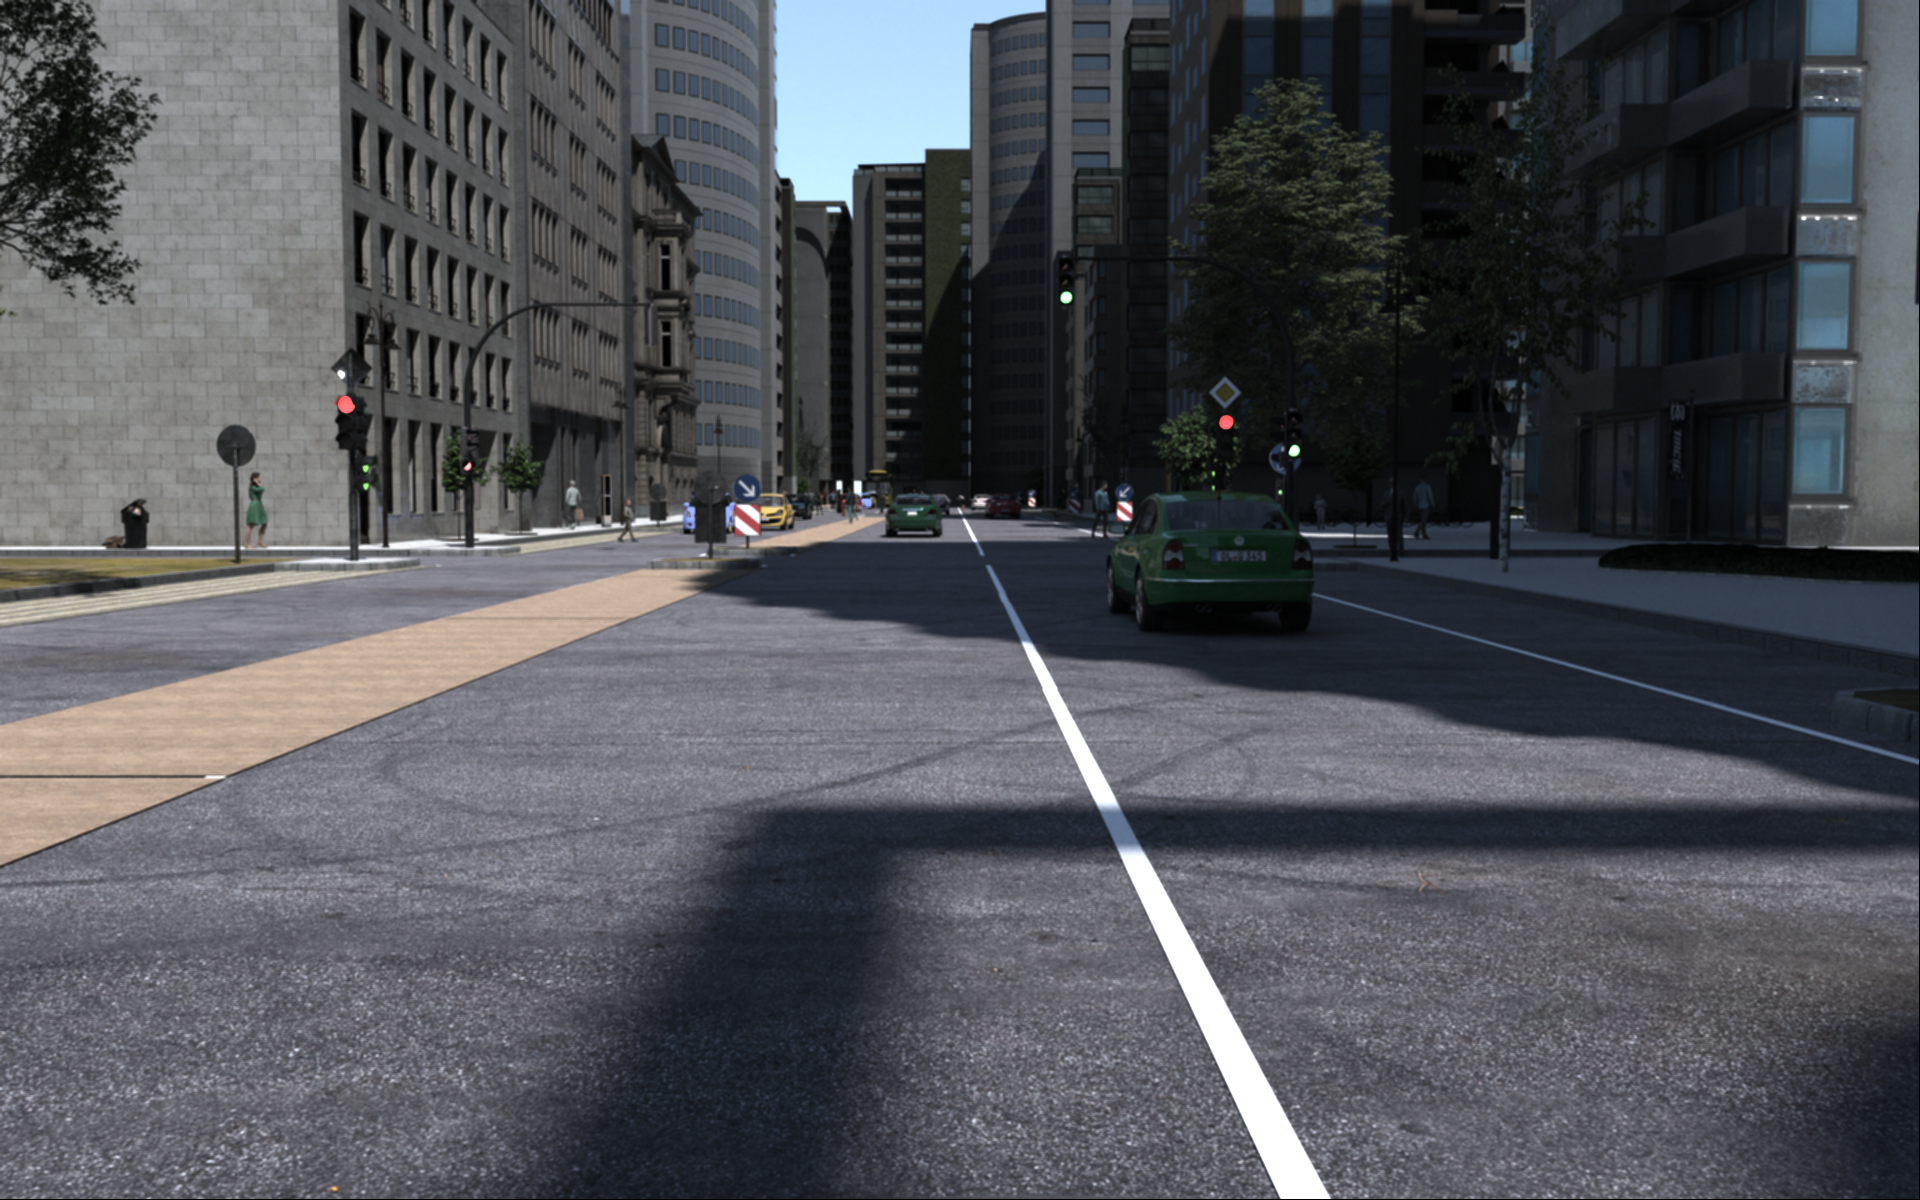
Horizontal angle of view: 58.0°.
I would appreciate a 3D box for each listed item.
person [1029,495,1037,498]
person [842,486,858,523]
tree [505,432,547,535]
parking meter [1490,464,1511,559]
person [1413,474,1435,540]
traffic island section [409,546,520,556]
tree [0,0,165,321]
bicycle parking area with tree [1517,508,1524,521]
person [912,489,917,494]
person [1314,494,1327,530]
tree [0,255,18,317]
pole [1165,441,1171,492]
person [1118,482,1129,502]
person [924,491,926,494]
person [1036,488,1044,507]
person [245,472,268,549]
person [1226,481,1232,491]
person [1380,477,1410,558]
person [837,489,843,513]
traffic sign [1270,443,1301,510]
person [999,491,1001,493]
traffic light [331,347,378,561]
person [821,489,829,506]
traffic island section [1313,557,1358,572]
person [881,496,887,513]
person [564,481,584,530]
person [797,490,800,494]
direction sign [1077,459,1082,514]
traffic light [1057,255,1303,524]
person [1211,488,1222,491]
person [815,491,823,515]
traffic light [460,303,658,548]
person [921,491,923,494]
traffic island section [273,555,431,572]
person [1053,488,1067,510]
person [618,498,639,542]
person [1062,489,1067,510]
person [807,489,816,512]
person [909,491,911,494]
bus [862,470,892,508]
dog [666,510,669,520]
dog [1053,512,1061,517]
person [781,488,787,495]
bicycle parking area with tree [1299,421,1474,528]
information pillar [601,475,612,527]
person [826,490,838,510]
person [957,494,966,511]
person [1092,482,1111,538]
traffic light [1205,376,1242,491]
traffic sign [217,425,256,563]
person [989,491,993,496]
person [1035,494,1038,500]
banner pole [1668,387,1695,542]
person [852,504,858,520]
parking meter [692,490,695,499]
[{"bbox_3d":[7.655,-10.732,182.057,0.990,1.755,0.434,3,5,40],"label":"person"},{"bbox_3d":[-5.355,-4.614,83.916,0.794,1.824,0.713,-2,4,-30],"label":"person"},{"bbox_3d":[-13.706,-3.642,54.156,1.663,3.219,1.824,0,3,0],"label":"tree"},{"bbox_3d":[10.687,-1.744,34.231,0.399,1.863,0.255,-3,5,-45],"label":"parking meter"},{"bbox_3d":[13.042,-2.633,48.948,0.748,1.841,0.638,-2,4,-23],"label":"person"},{"bbox_3d":[-11.720,-1.166,41.347,2.009,0.180,2.903,0,4,0],"label":"traffic island section"},{"bbox_3d":[-13.761,-5.345,21.804,8.767,10.594,7.601,1,4,15],"label":"tree"},{"bbox_3d":[29.945,-5.623,78.940,9.016,4.147,8.231,1,4,22],"label":"bicycle parking area with tree"},{"bbox_3d":[-3.784,-8.255,143.547,1.350,1.814,0.705,1,4,23],"label":"person"},{"bbox_3d":[12.950,-3.169,62.130,0.425,1.301,0.394,-1,4,-13],"label":"person"},{"bbox_3d":[-19.353,-4.918,30.779,4.737,8.622,4.395,0,3,0],"label":"tree"},{"bbox_3d":[7.934,-4.416,66.053,0.158,3.312,0.155,0,3,0],"label":"pole"},{"bbox_3d":[7.744,-4.642,81.819,0.514,1.842,0.818,0,4,-2],"label":"person"},{"bbox_3d":[-3.550,-10.303,177.663,0.721,1.736,1.217,-2,4,-35],"label":"person"},{"bbox_3d":[7.804,-10.029,169.972,0.705,1.831,1.348,-2,4,-35],"label":"person"},{"bbox_3d":[-16.610,-2.113,40.835,0.529,1.795,0.600,-1,4,-17],"label":"person"},{"bbox_3d":[10.347,-3.667,66.344,0.599,1.781,0.374,3,5,41],"label":"person"},{"bbox_3d":[9.528,-1.797,38.061,0.661,1.801,0.590,2,4,32],"label":"person"},{"bbox_3d":[-8.893,-7.330,128.371,0.705,1.821,1.348,0,4,8],"label":"person"},{"bbox_3d":[7.998,-2.601,42.637,0.768,2.556,0.104,0,4,7],"label":"traffic sign"},{"bbox_3d":[4.564,-11.603,198.187,1.348,1.826,0.705,3,5,43],"label":"person"},{"bbox_3d":[-11.641,-2.710,33.227,0.839,4.253,0.868,0,4,0],"label":"traffic light"},{"bbox_3d":[-14.778,-11.167,188.588,1.348,1.831,0.705,1,4,8],"label":"person"},{"bbox_3d":[6.360,-0.683,33.445,2.009,0.180,2.903,0,4,0],"label":"traffic island section"},{"bbox_3d":[-5.799,-7.403,129.639,0.705,1.812,1.348,1,4,16],"label":"person"},{"bbox_3d":[-14.005,-3.449,62.912,0.515,1.767,0.782,2,4,33],"label":"person"},{"bbox_3d":[-12.636,-7.791,136.598,0.721,1.735,1.217,-1,4,-11],"label":"person"},{"bbox_3d":[7.742,-7.339,111.997,0.379,3.537,0.876,0,4,-3],"label":"direction sign"},{"bbox_3d":[4.229,-3.579,33.179,4.771,5.953,1.251,0,4,0],"label":"traffic light"},{"bbox_3d":[10.246,-3.858,69.146,0.581,1.822,0.654,3,5,45],"label":"person"},{"bbox_3d":[-9.553,-6.581,117.568,0.415,1.643,0.593,3,5,45],"label":"person"},{"bbox_3d":[-9.589,-4.073,41.257,4.771,5.953,1.251,0,4,0],"label":"traffic light"},{"bbox_3d":[-3.477,-9.320,161.806,0.530,1.710,0.541,2,4,26],"label":"person"},{"bbox_3d":[-11.681,-0.678,33.362,2.009,0.180,2.903,0,4,0],"label":"traffic island section"},{"bbox_3d":[7.896,-7.945,136.670,1.217,1.735,0.721,-1,4,-16],"label":"person"},{"bbox_3d":[-9.875,-2.370,51.523,0.640,1.303,0.475,0,4,-8],"label":"person"},{"bbox_3d":[8.574,-8.301,142.569,0.445,1.727,0.742,1,4,19],"label":"person"},{"bbox_3d":[-12.096,-8.087,140.798,1.350,1.814,0.705,-1,4,-22],"label":"person"},{"bbox_3d":[-5.470,-11.045,189.096,0.705,1.823,1.348,1,4,16],"label":"person"},{"bbox_3d":[-8.450,-11.531,180.077,2.896,3.916,12.252,0,4,-1],"label":"bus"},{"bbox_3d":[-14.689,-4.265,86.556,0.406,0.507,0.540,-2,4,-30],"label":"dog"},{"bbox_3d":[5.744,-5.026,102.372,0.748,0.427,0.550,2,4,35],"label":"dog"},{"bbox_3d":[-14.038,-8.055,138.267,0.617,1.759,0.750,-1,4,-10],"label":"person"},{"bbox_3d":[16.806,-5.098,70.347,9.016,4.147,8.231,2,4,28],"label":"bicycle parking area with tree"},{"bbox_3d":[-13.651,-3.813,66.829,0.304,2.012,0.304,-2,4,-34],"label":"information pillar"},{"bbox_3d":[-11.531,-9.115,157.518,1.348,1.826,0.705,-2,4,-23],"label":"person"},{"bbox_3d":[0.100,-8.434,149.591,0.628,1.438,0.799,2,4,31],"label":"person"},{"bbox_3d":[4.630,-2.954,56.654,0.638,1.841,0.748,-2,4,-27],"label":"person"},{"bbox_3d":[6.281,-3.205,41.316,0.839,4.253,0.868,0,4,0],"label":"traffic light"},{"bbox_3d":[-13.354,-1.948,31.953,0.768,2.556,0.104,1,4,8],"label":"traffic sign"},{"bbox_3d":[3.264,-10.199,176.045,1.217,1.735,0.721,-3,5,-40],"label":"person"},{"bbox_3d":[7.743,-10.108,171.996,0.721,1.739,1.217,1,4,23],"label":"person"},{"bbox_3d":[16.944,-3.096,40.634,0.863,3.779,0.401,-1,4,-18],"label":"banner pole"},{"bbox_3d":[-5.737,-4.937,93.475,0.306,1.304,0.590,-3,5,-43],"label":"person"},{"bbox_3d":[-13.734,-4.984,89.904,0.372,1.533,0.369,0,3,0],"label":"parking meter"}]
